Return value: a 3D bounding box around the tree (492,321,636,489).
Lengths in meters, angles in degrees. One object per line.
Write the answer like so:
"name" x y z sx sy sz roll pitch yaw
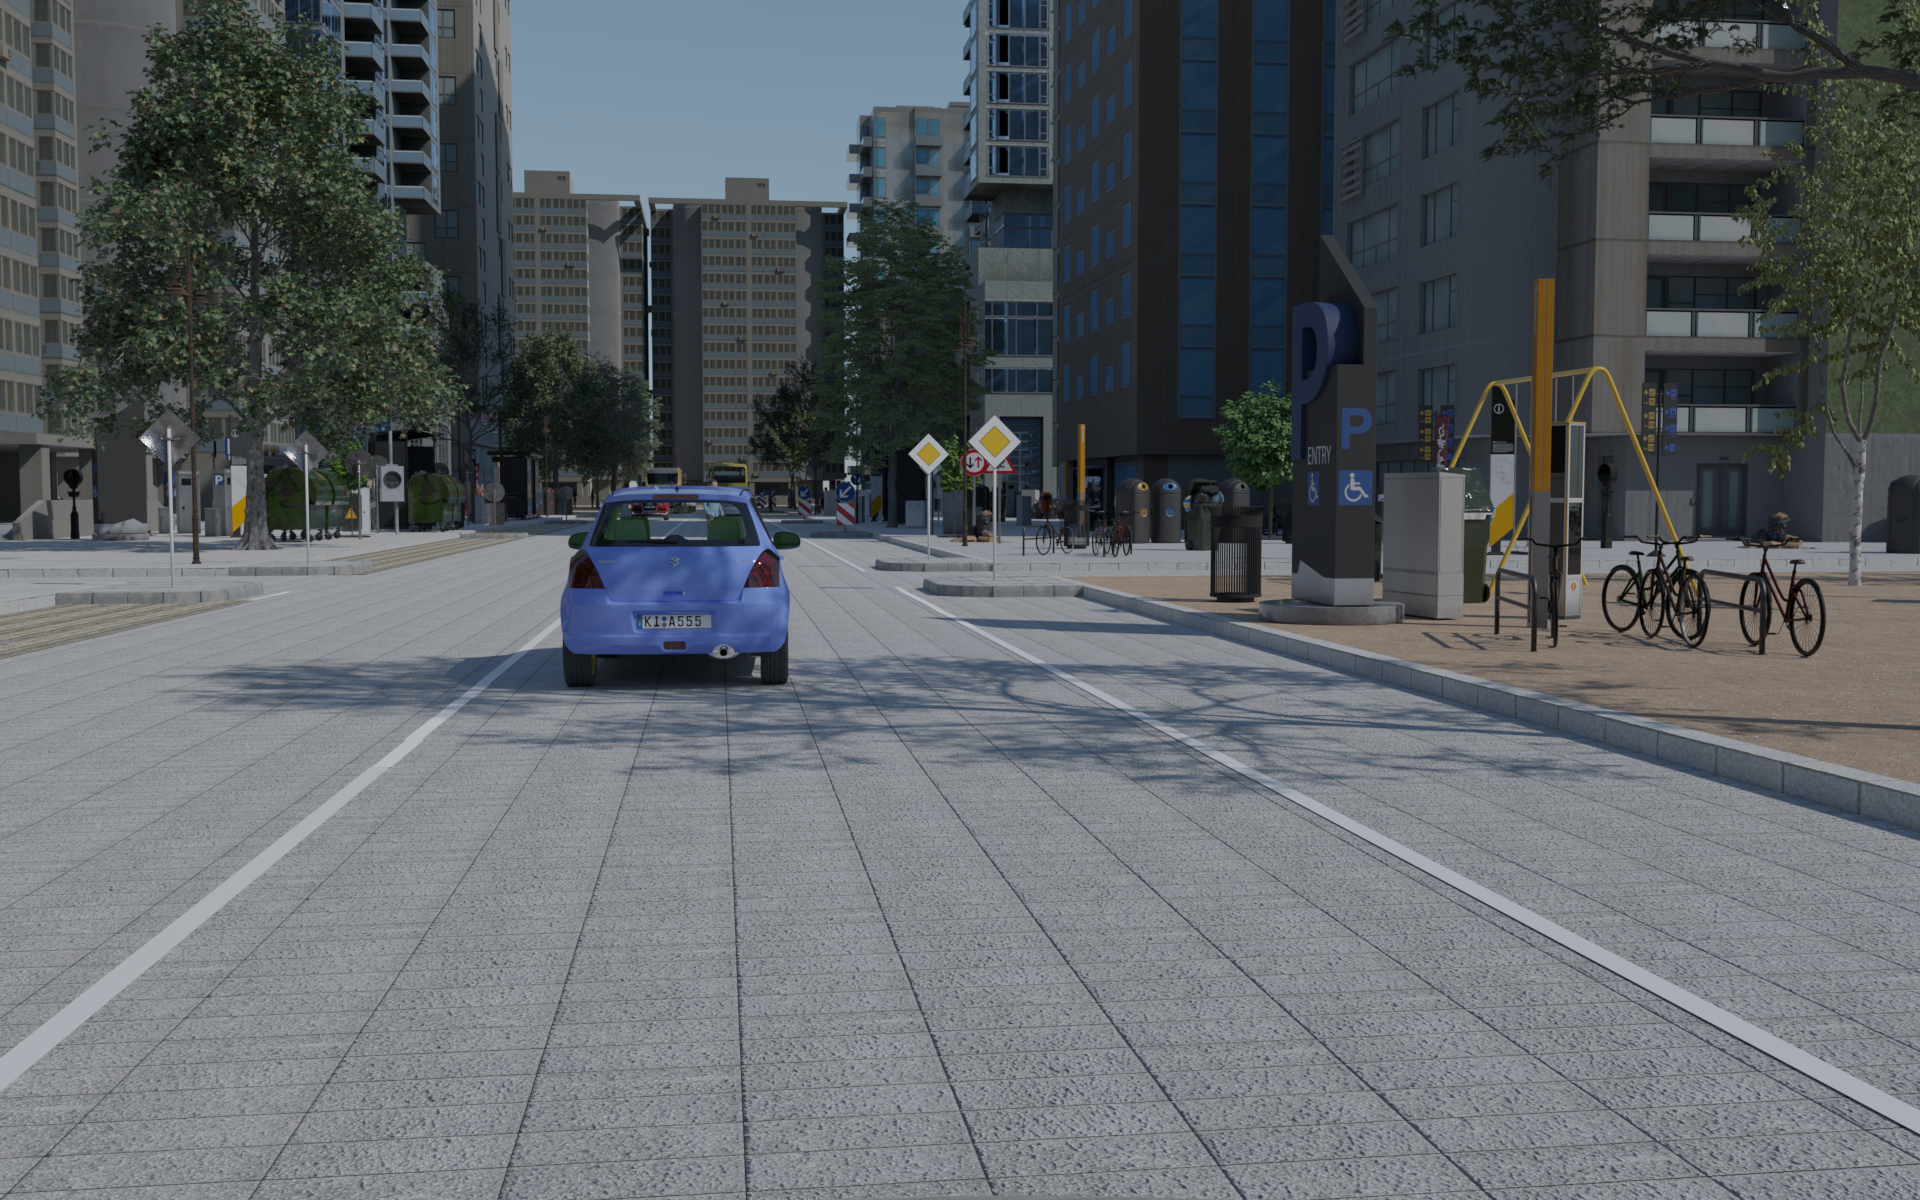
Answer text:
"tree" -26.921 -12.129 115.324 9.611 12.733 9.660 0 3 0

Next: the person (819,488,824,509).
"person" -11.943 -8.829 150.374 1.348 1.826 0.705 -2 4 -35

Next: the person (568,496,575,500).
"person" -29.871 -7.752 132.804 0.705 1.821 1.348 1 4 11

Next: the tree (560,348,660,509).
"tree" -30.354 -14.323 144.553 12.009 13.543 11.850 0 3 0

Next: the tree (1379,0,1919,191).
"tree" 5.762 -4.574 9.198 8.767 10.594 7.601 -2 4 -24

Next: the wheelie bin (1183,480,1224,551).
"wheelie bin" 5.572 -1.924 39.370 0.980 1.594 0.693 -2 4 -28

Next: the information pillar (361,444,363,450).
"information pillar" -26.434 -5.179 76.027 0.504 3.616 0.183 0 4 -5

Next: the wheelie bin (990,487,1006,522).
"wheelie bin" 1.691 -4.375 79.441 0.693 1.594 0.980 -3 5 -40

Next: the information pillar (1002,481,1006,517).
"information pillar" 2.572 -5.755 98.585 0.304 2.012 0.304 1 4 15

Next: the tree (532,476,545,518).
"tree" -23.033 -5.961 92.062 1.663 3.219 1.824 0 3 0

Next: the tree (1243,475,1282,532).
"tree" 10.370 -3.921 58.718 1.663 3.219 1.824 0 3 0

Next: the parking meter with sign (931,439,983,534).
"parking meter with sign" -0.140 -3.610 55.285 1.738 3.016 0.543 -2 4 -28

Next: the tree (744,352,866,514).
"tree" -9.545 -10.988 114.069 7.601 10.594 8.767 3 4 38

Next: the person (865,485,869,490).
"person" -5.471 -5.826 101.397 0.391 1.810 0.635 0 4 -4

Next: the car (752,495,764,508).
"car" -20.659 -9.923 174.823 1.945 1.354 3.894 -1 4 -9

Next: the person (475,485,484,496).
"person" -27.370 -5.673 98.779 0.580 1.828 0.573 -1 4 -21

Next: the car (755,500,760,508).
"car" -13.049 -5.615 103.597 2.131 1.459 4.920 0 4 -8

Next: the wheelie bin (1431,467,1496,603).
"wheelie bin" 5.818 -0.769 20.489 0.980 1.594 0.693 -1 4 -19

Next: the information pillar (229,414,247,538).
"information pillar" -21.217 -3.644 50.934 0.504 3.616 0.183 -3 5 -41

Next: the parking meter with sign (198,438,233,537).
"parking meter with sign" -22.464 -3.457 52.789 0.543 3.016 1.738 0 4 2

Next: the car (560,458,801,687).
"car" -2.274 -0.285 14.248 1.945 1.707 3.694 0 4 -7

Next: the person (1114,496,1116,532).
"person" 5.206 -2.938 55.891 0.589 1.601 0.330 -1 4 -9

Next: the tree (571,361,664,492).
"tree" -33.261 -15.900 166.618 9.857 13.997 8.962 0 3 0

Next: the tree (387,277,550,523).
"tree" -21.511 -8.615 75.261 7.601 10.594 8.767 -1 4 -19

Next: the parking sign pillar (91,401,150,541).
"parking sign pillar" -23.355 -3.647 48.094 1.447 3.967 1.447 3 5 44

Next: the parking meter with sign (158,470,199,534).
"parking meter with sign" -25.059 -3.664 56.165 1.738 3.016 0.543 -2 4 -33

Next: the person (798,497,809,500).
"person" -11.807 -7.597 130.969 0.721 1.743 1.217 -3 5 -44

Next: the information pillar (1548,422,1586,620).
"information pillar" 6.186 -0.813 17.784 0.304 2.012 0.304 -3 4 -37

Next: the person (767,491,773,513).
"person" -14.596 -7.508 132.726 0.593 1.643 0.415 3 5 39

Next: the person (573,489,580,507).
"person" -36.781 -9.707 165.579 1.217 1.723 0.721 2 4 31

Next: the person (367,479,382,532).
"person" -19.742 -3.158 58.099 0.576 1.772 0.534 2 4 32

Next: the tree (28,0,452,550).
"tree" -16.111 -7.497 39.584 9.611 12.733 9.660 0 3 0

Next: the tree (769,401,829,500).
"tree" -11.539 -10.756 126.224 4.737 8.622 4.395 0 3 0

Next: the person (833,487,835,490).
"person" -9.912 -7.952 136.150 1.348 1.812 0.705 -2 4 -28

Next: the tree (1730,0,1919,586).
"tree" 12.663 -4.516 24.194 4.737 8.622 4.395 0 3 0

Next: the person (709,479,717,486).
"person" -6.636 -2.304 46.196 0.620 1.820 0.660 2 4 28

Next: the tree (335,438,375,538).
"tree" -18.150 -3.463 51.220 1.663 3.219 1.824 0 3 0

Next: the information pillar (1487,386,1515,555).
"information pillar" 11.322 -2.744 36.222 0.504 3.616 0.183 0 4 3

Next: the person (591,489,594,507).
"person" -35.555 -9.880 167.681 0.705 1.812 1.348 -1 4 -19

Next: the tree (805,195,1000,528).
"tree" -2.202 -9.066 66.348 7.486 12.596 7.792 0 3 0

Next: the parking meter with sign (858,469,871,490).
"parking meter with sign" -5.409 -6.755 106.705 1.738 3.016 0.543 0 4 -7

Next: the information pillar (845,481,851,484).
"information pillar" -6.480 -5.830 99.813 0.304 2.012 0.304 -1 4 -14

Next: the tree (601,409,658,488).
"tree" -35.244 -15.142 181.991 7.601 10.594 8.767 -1 4 -12

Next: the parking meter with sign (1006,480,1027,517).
"parking meter with sign" 2.875 -6.104 96.061 1.738 3.016 0.543 0 4 -1

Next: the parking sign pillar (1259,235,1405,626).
"parking sign pillar" 3.764 -1.773 17.465 1.447 3.967 1.447 0 4 -8

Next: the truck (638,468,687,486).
"truck" -22.117 -8.173 129.551 3.469 3.379 9.791 0 4 -8

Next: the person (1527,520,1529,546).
"person" 14.055 -1.907 42.239 0.505 1.210 0.382 2 4 35

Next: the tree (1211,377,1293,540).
"tree" 8.687 -3.980 48.791 4.285 4.588 4.351 0 3 0

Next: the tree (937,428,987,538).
"tree" -0.236 -3.458 51.147 1.663 3.219 1.824 0 3 0

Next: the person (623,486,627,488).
"person" -14.272 -3.938 73.461 0.524 1.755 0.480 2 4 24

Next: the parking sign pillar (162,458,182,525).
"parking sign pillar" -32.796 -5.116 72.117 1.447 3.967 1.447 -3 4 -38

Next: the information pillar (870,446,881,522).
"information pillar" -3.911 -5.447 80.411 0.504 3.616 0.183 0 4 -7

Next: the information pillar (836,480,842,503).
"information pillar" -6.158 -5.115 88.116 0.304 2.012 0.304 0 4 3

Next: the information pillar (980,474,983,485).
"information pillar" 1.249 -6.763 101.927 0.183 3.616 0.504 -1 4 -18
